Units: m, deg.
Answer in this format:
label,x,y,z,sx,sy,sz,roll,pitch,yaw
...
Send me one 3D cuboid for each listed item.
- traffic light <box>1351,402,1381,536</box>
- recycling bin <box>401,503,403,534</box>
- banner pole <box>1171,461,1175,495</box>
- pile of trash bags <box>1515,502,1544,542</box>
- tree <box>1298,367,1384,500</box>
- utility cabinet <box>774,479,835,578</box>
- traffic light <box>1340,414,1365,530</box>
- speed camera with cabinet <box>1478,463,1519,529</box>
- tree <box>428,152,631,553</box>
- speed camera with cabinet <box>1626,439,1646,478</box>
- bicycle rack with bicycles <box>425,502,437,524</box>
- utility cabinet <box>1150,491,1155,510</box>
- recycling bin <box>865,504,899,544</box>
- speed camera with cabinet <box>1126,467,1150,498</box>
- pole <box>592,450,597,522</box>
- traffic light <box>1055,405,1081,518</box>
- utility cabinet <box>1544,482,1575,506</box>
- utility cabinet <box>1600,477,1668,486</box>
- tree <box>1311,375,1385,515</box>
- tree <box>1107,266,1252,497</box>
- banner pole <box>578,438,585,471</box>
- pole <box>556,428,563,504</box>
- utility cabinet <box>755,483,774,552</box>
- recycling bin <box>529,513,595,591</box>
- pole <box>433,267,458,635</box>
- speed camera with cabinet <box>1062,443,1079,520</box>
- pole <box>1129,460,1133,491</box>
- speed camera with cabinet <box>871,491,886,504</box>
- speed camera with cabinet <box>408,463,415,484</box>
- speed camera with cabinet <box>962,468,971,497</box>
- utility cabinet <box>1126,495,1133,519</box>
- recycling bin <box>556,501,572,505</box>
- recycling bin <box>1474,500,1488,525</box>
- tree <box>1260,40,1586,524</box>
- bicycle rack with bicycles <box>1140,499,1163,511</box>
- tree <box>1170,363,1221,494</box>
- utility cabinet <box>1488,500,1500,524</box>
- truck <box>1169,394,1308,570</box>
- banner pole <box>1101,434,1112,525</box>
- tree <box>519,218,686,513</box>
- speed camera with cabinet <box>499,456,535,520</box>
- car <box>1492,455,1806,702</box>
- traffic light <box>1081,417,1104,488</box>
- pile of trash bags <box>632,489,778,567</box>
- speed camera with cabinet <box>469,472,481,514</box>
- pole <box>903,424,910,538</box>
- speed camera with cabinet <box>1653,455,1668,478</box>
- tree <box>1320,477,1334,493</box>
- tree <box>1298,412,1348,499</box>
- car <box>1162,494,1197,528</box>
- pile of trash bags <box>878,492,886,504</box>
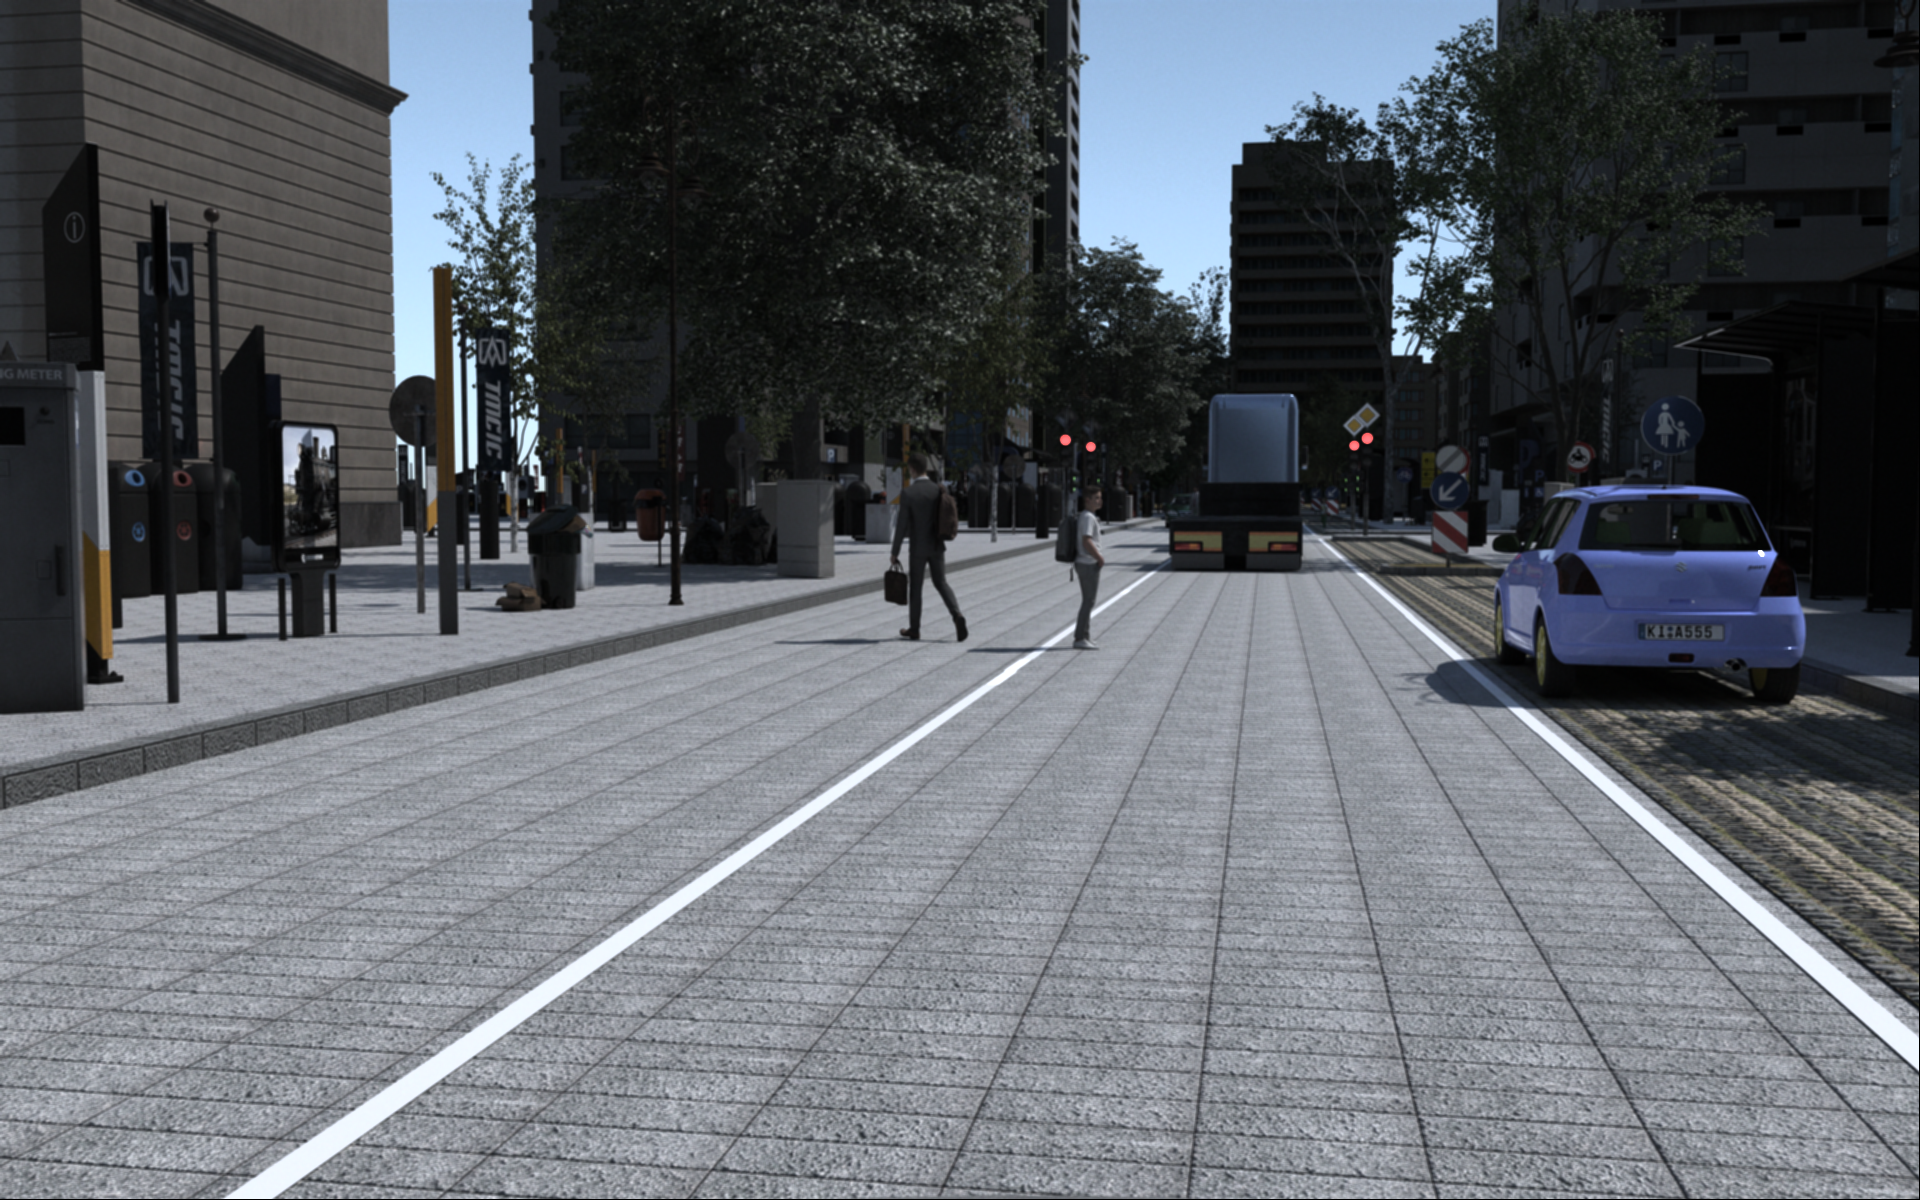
label,x,y,z,sx,sy,sz,roll,pitch,yaw
traffic light,12.453,-3.929,53.154,0.839,4.253,0.868,1,4,10
recycling bin,-18.533,-2.669,56.188,0.722,1.027,0.722,-2,4,-32
banner pole,16.157,-8.888,135.330,0.863,3.779,0.401,-2,4,-24
pile of trash bags,16.591,-2.276,46.966,3.447,1.369,1.912,-3,5,-42
tree,27.356,-11.746,126.456,8.767,10.594,7.601,-2,4,-30
utility cabinet,-2.371,-1.098,26.636,0.318,1.500,1.173,-3,4,-38
traffic light,13.846,-4.410,61.018,0.839,4.253,0.868,1,4,10
speed camera with cabinet,20.141,-4.260,63.988,0.660,3.252,2.038,-2,4,-31
tree,-9.596,-5.336,37.610,4.737,8.622,4.395,0,3,0
speed camera with cabinet,23.802,-4.194,62.912,2.038,3.252,0.660,1,4,22
bicycle rack with bicycles,-23.118,-3.742,74.568,2.852,0.926,2.925,0,4,3
utility cabinet,14.890,-7.697,134.528,0.318,1.500,1.173,1,4,12
recycling bin,-1.990,-1.979,44.918,0.722,1.027,0.722,1,4,22
speed camera with cabinet,10.925,-7.039,109.424,2.038,3.252,0.660,1,4,14
pole,-16.814,-5.248,79.655,0.158,3.312,0.155,0,3,0
traffic light,3.380,-4.026,54.739,0.839,4.253,0.868,1,4,10
utility cabinet,11.283,-1.463,32.597,0.318,1.500,1.173,2,4,32
utility cabinet,9.166,-0.910,23.558,1.173,1.500,0.318,-2,4,-35
tree,23.632,-9.485,105.446,4.737,8.622,4.395,0,3,0
tree,19.191,-17.569,143.135,12.611,20.169,13.585,0,3,0
banner pole,-16.721,-5.295,76.594,0.401,3.779,0.863,1,4,12
pole,-12.426,-3.665,53.769,0.158,3.312,0.155,0,3,0
utility cabinet,-3.460,-1.562,34.214,1.173,1.500,0.318,1,4,20
recycling bin,-5.335,-0.652,23.221,0.722,1.027,0.722,0,4,1
pole,-4.678,-1.340,15.749,0.158,3.312,0.155,0,3,0
speed camera with cabinet,4.289,-4.483,67.635,0.660,3.252,2.038,0,4,2
pole,9.924,-6.524,100.517,0.158,3.312,0.155,0,3,0
speed camera with cabinet,-3.409,-5.585,85.656,2.038,3.252,0.660,0,4,1
speed camera with cabinet,-34.886,-7.003,108.832,0.660,3.252,2.038,2,4,32
speed camera with cabinet,0.417,-8.333,130.587,0.660,3.252,2.038,3,5,45
utility cabinet,8.353,-4.737,88.609,1.020,1.237,0.306,3,5,42
recycling bin,-15.215,-3.350,67.320,0.722,1.027,0.722,1,4,21
recycling bin,21.338,-3.610,71.577,0.722,1.027,0.722,-3,5,-41
tree,19.342,-13.239,72.339,12.611,20.169,13.585,0,3,0
bicycle rack with bicycles,14.087,-6.899,126.175,2.852,0.926,2.925,2,4,29
tree,20.727,-15.108,157.383,12.009,13.543,11.850,0,3,0
utility cabinet,22.723,-3.855,74.188,1.020,1.237,0.306,-3,5,-43
truck,6.808,-3.132,40.966,2.967,4.110,18.799,1,4,11
banner pole,6.045,-5.014,71.988,0.401,3.779,0.863,2,4,31
tree,-9.849,-5.908,46.954,4.360,8.622,3.978,0,3,0
speed camera with cabinet,-22.169,-5.626,86.315,2.038,3.252,0.660,2,4,27
car,5.132,-0.226,13.279,1.945,1.707,3.694,1,4,10
traffic light,4.772,-4.507,62.602,0.839,4.253,0.868,1,4,10
pile of trash bags,-4.425,-1.335,31.576,3.447,1.369,1.912,-3,5,-43
speed camera with cabinet,-30.876,-7.087,110.207,0.660,3.252,2.038,2,4,31
pole,-1.570,-3.472,50.603,0.158,3.312,0.155,0,3,0
speed camera with cabinet,32.220,-5.290,80.825,0.660,3.252,2.038,-2,4,-25
tree,37.318,-11.082,175.791,1.663,3.219,1.824,0,3,0
tree,43.758,-17.880,210.468,7.486,12.596,7.792,0,3,0
car,9.761,-3.818,74.229,2.131,1.459,4.920,1,4,8
pile of trash bags,-2.272,-3.641,69.281,1.912,1.369,3.447,-2,4,-34
